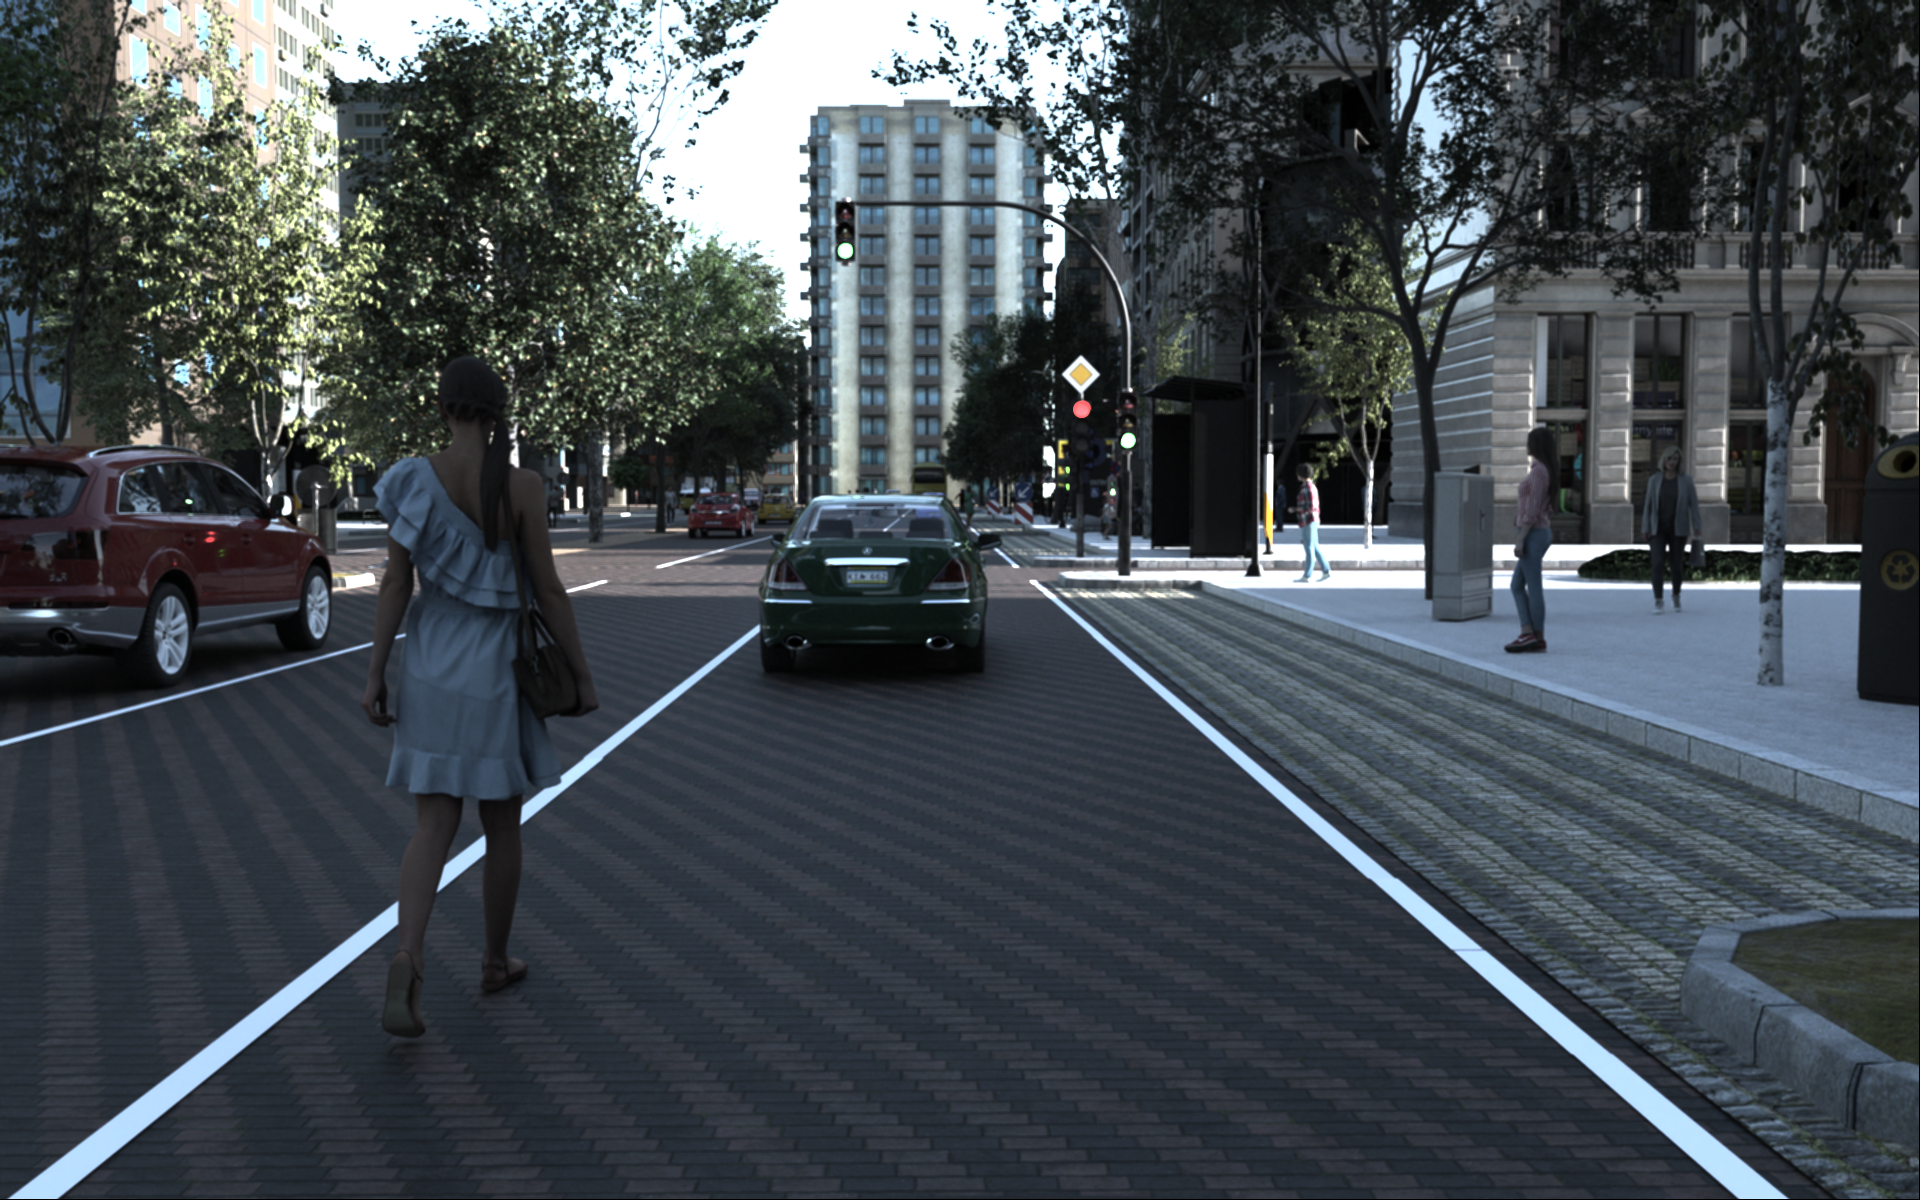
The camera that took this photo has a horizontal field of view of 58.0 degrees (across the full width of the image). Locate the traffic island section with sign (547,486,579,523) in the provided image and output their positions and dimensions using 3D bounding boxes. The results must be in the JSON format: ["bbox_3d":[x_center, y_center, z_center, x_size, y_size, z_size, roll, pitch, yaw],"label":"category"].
[{"bbox_3d":[-20.336,-4.821,87.454,1.989,1.847,2.006,0,4,-1],"label":"traffic island section with sign"}]

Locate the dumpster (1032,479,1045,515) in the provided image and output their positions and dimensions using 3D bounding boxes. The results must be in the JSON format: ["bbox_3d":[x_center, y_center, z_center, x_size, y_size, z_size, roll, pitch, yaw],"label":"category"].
[{"bbox_3d":[4.383,-6.289,105.317,1.502,2.255,1.985,0,4,-1],"label":"dumpster"}]

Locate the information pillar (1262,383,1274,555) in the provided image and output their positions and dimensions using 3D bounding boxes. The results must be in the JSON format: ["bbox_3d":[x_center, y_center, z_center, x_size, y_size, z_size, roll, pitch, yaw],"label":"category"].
[{"bbox_3d":[6.502,-2.761,36.505,0.183,3.616,0.504,1,4,22],"label":"information pillar"}]

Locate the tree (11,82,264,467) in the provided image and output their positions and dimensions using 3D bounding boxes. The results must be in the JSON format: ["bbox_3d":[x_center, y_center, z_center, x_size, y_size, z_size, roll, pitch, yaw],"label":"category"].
[{"bbox_3d":[-22.846,-7.990,48.764,7.486,12.596,7.792,0,3,0],"label":"tree"}]

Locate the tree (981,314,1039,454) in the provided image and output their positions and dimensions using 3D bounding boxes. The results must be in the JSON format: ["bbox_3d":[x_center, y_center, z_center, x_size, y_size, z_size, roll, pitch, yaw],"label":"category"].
[{"bbox_3d":[4.306,-8.472,72.935,7.601,10.594,8.767,2,4,29],"label":"tree"}]

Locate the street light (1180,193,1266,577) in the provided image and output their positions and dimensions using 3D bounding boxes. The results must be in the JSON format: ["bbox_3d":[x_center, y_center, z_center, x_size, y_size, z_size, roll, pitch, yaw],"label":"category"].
[{"bbox_3d":[4.055,-3.318,26.798,1.470,5.913,1.316,0,4,-1],"label":"street light"}]

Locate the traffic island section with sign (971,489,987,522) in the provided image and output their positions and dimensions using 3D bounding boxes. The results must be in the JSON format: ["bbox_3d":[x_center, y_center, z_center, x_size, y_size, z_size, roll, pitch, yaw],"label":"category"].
[{"bbox_3d":[1.572,-4.860,88.094,1.989,1.847,2.006,0,4,-1],"label":"traffic island section with sign"}]

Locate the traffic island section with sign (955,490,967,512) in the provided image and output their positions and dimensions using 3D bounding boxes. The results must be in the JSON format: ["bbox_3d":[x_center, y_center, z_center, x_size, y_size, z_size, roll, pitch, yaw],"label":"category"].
[{"bbox_3d":[0.747,-7.873,137.355,1.989,1.847,2.006,0,4,-1],"label":"traffic island section with sign"}]

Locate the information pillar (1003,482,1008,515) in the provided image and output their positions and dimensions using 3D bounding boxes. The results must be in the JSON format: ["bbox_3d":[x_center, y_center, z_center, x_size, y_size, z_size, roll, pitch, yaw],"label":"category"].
[{"bbox_3d":[2.834,-6.362,108.504,0.304,2.012,0.304,0,4,-7],"label":"information pillar"}]

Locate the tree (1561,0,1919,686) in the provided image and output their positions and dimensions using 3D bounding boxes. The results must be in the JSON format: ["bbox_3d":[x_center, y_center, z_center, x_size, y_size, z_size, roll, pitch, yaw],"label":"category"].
[{"bbox_3d":[5.674,-3.727,11.306,4.360,8.622,3.978,0,3,0],"label":"tree"}]

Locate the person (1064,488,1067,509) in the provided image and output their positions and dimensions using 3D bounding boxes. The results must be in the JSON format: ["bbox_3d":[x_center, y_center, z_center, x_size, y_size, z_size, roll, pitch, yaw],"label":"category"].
[{"bbox_3d":[7.515,-7.069,122.335,0.721,1.735,1.217,0,4,8],"label":"person"}]

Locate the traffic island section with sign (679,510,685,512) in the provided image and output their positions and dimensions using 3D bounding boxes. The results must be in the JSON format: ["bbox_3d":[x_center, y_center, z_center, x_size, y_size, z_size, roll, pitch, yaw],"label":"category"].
[{"bbox_3d":[-21.184,-7.880,137.467,1.989,1.847,2.006,0,4,-1],"label":"traffic island section with sign"}]

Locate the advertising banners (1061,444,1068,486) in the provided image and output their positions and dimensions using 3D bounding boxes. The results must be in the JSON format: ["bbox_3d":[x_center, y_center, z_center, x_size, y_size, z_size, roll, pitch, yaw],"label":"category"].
[{"bbox_3d":[4.519,-3.960,60.937,2.074,3.025,0.090,-1,4,-19],"label":"advertising banners"}]

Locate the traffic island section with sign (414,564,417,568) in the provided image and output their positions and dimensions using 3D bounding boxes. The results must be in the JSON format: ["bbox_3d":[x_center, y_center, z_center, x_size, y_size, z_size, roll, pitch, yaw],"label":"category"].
[{"bbox_3d":[-10.450,-1.621,34.632,2.006,1.907,1.989,0,4,-1],"label":"traffic island section with sign"}]

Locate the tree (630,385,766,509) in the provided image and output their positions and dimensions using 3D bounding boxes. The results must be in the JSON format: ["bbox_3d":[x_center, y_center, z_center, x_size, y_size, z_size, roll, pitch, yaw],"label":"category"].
[{"bbox_3d":[-24.228,-14.584,148.820,12.009,13.543,11.850,0,3,0],"label":"tree"}]

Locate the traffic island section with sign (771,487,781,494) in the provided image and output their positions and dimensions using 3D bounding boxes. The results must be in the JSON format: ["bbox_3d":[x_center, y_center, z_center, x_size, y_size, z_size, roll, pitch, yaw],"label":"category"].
[{"bbox_3d":[-11.720,-6.216,109.760,2.006,1.907,1.989,0,4,-1],"label":"traffic island section with sign"}]

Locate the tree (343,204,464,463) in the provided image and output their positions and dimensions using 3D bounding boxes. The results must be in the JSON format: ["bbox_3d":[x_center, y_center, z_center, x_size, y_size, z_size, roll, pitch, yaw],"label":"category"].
[{"bbox_3d":[-22.369,-9.216,68.816,7.486,12.596,7.792,0,3,0],"label":"tree"}]

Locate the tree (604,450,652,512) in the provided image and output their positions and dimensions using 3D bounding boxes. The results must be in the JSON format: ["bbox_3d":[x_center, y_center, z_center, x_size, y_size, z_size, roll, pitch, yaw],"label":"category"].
[{"bbox_3d":[-23.508,-8.467,122.151,4.285,4.588,4.351,0,3,0],"label":"tree"}]

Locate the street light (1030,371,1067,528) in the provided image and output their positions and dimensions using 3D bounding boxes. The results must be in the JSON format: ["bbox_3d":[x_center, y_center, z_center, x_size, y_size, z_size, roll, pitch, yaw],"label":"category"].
[{"bbox_3d":[3.349,-5.690,65.568,1.470,5.913,1.316,0,4,-1],"label":"street light"}]

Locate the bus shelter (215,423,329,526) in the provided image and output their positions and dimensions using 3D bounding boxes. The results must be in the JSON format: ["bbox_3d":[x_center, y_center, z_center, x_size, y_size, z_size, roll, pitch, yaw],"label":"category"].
[{"bbox_3d":[-23.860,-4.223,60.324,1.731,3.624,6.357,0,4,-1],"label":"bus shelter"}]

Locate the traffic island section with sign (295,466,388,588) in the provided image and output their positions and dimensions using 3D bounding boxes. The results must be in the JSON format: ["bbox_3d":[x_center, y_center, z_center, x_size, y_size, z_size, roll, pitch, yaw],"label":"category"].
[{"bbox_3d":[-10.335,-1.168,27.226,2.006,1.907,1.989,0,4,-1],"label":"traffic island section with sign"}]

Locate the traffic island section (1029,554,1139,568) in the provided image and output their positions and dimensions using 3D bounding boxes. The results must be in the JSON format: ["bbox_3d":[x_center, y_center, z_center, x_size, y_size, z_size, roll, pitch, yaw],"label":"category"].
[{"bbox_3d":[2.459,-0.789,35.187,2.009,0.180,2.903,0,4,-1],"label":"traffic island section"}]

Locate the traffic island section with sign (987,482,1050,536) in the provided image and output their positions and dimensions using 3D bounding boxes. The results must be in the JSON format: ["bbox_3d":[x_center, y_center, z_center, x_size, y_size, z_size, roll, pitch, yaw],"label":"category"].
[{"bbox_3d":[2.054,-3.129,59.783,1.989,1.847,2.006,0,4,-1],"label":"traffic island section with sign"}]

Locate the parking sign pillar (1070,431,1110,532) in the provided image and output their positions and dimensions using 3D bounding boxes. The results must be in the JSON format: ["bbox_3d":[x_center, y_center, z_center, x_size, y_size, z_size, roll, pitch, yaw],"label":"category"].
[{"bbox_3d":[4.465,-4.307,58.899,1.447,3.967,1.447,-2,4,-30],"label":"parking sign pillar"}]

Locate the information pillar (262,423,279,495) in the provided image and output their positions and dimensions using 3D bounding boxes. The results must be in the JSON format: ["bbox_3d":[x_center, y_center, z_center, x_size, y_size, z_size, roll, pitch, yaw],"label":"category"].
[{"bbox_3d":[-22.169,-3.933,55.657,0.183,3.616,0.504,3,5,43],"label":"information pillar"}]

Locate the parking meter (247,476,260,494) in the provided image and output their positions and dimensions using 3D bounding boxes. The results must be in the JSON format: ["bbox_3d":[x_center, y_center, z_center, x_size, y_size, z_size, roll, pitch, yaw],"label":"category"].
[{"bbox_3d":[-22.779,-3.068,55.867,0.255,1.863,0.399,0,4,1],"label":"parking meter"}]

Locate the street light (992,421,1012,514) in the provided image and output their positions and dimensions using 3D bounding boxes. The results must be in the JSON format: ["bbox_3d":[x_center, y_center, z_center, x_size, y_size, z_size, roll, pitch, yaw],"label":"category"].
[{"bbox_3d":[2.636,-8.393,109.769,1.470,5.913,1.316,0,4,-1],"label":"street light"}]

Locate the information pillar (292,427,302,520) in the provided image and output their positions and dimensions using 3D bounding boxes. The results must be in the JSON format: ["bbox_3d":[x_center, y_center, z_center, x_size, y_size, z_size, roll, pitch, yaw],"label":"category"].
[{"bbox_3d":[-22.673,-4.152,59.232,0.183,3.616,0.504,0,4,5],"label":"information pillar"}]

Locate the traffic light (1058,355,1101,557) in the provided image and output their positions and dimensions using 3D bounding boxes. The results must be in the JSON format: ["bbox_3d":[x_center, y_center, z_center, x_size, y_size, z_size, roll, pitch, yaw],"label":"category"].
[{"bbox_3d":[2.419,-2.823,35.073,0.839,4.253,0.868,0,4,-1],"label":"traffic light"}]

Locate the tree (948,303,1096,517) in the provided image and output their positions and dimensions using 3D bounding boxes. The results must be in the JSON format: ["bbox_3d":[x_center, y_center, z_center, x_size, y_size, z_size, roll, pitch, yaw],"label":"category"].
[{"bbox_3d":[3.522,-10.380,95.471,9.928,11.665,9.643,0,3,0],"label":"tree"}]

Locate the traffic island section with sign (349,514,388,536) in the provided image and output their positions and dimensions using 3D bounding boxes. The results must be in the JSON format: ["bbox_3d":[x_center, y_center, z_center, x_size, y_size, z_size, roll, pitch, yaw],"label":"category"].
[{"bbox_3d":[-19.874,-3.142,60.000,1.989,1.847,2.006,0,4,-1],"label":"traffic island section with sign"}]

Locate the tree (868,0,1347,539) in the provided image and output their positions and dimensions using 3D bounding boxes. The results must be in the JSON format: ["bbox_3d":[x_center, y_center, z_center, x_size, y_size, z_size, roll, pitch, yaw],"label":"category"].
[{"bbox_3d":[4.170,-11.851,49.661,12.611,20.169,13.585,0,3,0],"label":"tree"}]

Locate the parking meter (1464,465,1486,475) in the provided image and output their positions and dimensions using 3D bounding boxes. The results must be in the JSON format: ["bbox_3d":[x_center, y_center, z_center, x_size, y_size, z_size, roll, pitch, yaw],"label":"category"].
[{"bbox_3d":[10.245,-1.764,34.545,0.255,1.863,0.399,-3,4,-39],"label":"parking meter"}]

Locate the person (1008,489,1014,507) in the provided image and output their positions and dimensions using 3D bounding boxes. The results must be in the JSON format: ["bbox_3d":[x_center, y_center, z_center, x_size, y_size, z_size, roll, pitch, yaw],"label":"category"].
[{"bbox_3d":[5.027,-9.734,165.980,1.217,1.735,0.721,0,4,4],"label":"person"}]

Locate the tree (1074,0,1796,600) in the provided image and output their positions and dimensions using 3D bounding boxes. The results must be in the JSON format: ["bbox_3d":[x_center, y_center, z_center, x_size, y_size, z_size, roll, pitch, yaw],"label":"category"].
[{"bbox_3d":[5.805,-5.302,21.105,8.767,10.594,7.601,0,4,-4],"label":"tree"}]

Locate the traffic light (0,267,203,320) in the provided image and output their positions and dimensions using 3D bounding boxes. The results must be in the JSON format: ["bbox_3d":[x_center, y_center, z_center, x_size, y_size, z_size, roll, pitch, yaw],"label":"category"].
[{"bbox_3d":[-17.649,-3.675,34.756,4.771,5.953,1.251,0,4,-1],"label":"traffic light"}]

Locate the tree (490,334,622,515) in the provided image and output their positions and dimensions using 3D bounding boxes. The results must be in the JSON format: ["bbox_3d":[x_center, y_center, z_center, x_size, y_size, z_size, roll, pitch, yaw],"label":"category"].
[{"bbox_3d":[-23.647,-9.711,93.194,8.767,10.594,7.601,-2,4,-24],"label":"tree"}]

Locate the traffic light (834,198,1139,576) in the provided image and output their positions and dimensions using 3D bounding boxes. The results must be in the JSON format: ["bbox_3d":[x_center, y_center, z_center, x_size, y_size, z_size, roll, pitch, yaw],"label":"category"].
[{"bbox_3d":[0.463,-3.195,26.912,4.771,5.953,1.251,0,4,-1],"label":"traffic light"}]

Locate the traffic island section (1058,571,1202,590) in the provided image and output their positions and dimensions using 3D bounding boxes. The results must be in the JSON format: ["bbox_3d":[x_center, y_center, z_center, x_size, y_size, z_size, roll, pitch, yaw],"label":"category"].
[{"bbox_3d":[2.593,-0.301,27.203,2.009,0.180,2.903,0,4,-1],"label":"traffic island section"}]

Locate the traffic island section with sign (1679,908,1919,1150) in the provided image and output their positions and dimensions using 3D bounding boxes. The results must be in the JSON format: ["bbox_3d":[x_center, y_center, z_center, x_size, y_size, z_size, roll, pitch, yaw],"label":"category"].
[{"bbox_3d":[2.978,0.265,4.298,1.989,1.847,2.006,0,4,-1],"label":"traffic island section with sign"}]

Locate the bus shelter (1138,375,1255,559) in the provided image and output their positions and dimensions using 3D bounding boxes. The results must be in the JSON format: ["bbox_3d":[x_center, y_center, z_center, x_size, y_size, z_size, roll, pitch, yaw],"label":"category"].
[{"bbox_3d":[5.029,-2.821,37.405,1.731,3.624,6.357,0,4,-1],"label":"bus shelter"}]

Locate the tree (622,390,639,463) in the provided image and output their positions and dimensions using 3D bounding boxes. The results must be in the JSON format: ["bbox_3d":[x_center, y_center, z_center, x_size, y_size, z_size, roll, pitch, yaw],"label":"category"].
[{"bbox_3d":[-23.053,-10.595,107.633,7.601,10.594,8.767,1,4,19],"label":"tree"}]
